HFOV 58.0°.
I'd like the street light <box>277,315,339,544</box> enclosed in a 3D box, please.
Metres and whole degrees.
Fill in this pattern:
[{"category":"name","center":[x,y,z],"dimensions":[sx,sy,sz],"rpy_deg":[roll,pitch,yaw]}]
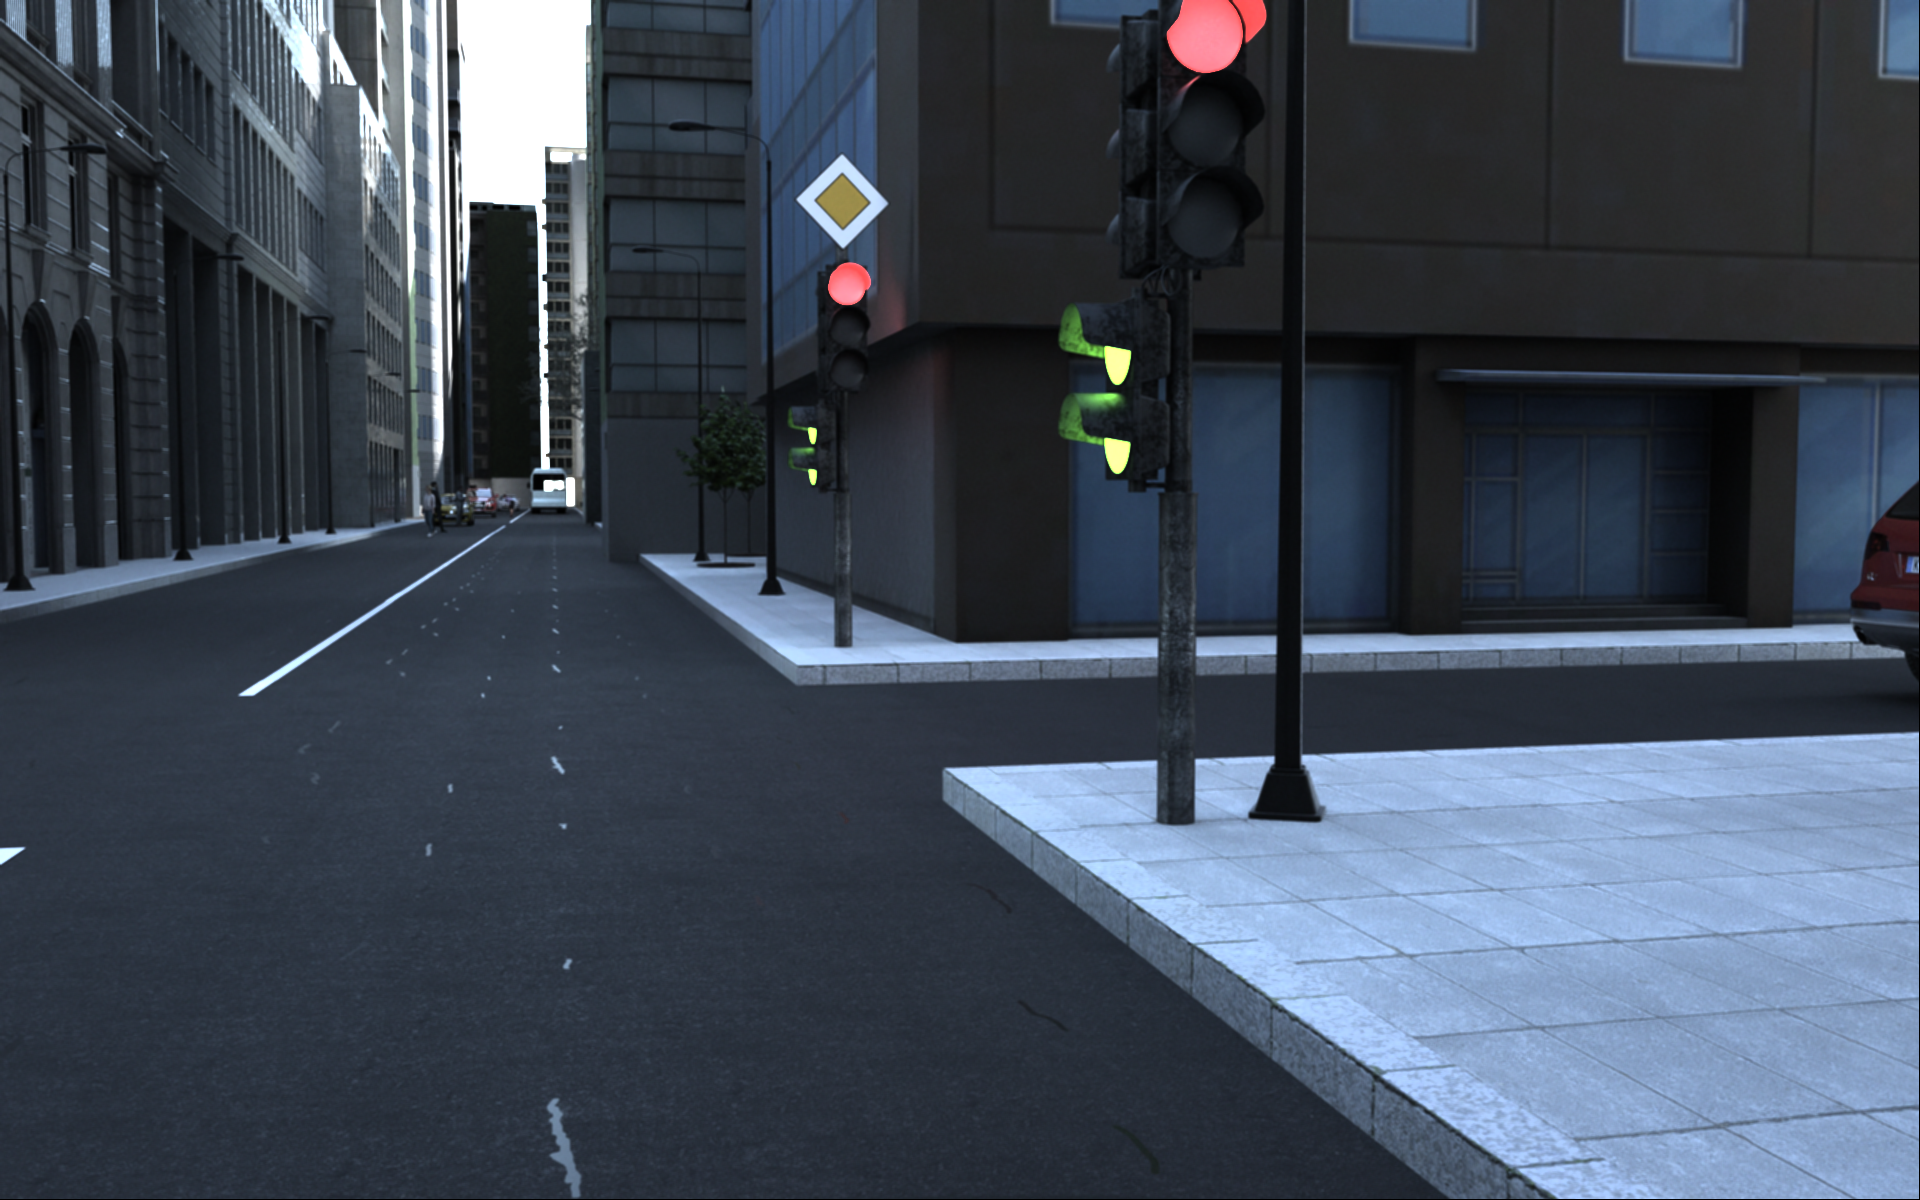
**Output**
[{"category":"street light","center":[-17.033,-4.429,44.961],"dimensions":[1.470,5.913,1.316],"rpy_deg":[-1,4,-13]}]

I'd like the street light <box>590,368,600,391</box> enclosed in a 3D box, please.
[{"category":"street light","center":[-12.820,-5.610,64.269],"dimensions":[1.470,5.913,1.316],"rpy_deg":[-1,4,-13]}]

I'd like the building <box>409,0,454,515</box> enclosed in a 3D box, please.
[{"category":"building","center":[-44.444,-34.768,110.449],"dimensions":[21.231,58.520,28.212],"rpy_deg":[-1,4,-13]}]

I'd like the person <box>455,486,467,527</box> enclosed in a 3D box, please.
[{"category":"person","center":[-22.066,-4.155,76.621],"dimensions":[0.466,1.800,0.511],"rpy_deg":[0,4,-1]}]

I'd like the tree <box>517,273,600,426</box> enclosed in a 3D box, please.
[{"category":"tree","center":[-18.740,-11.210,93.652],"dimensions":[12.009,13.543,11.850],"rpy_deg":[0,3,0]}]

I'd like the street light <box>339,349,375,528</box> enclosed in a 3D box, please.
[{"category":"street light","center":[-19.633,-5.071,55.446],"dimensions":[1.470,5.913,1.316],"rpy_deg":[-1,4,-13]}]

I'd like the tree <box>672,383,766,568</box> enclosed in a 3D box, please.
[{"category":"tree","center":[-4.263,-2.196,30.501],"dimensions":[1.663,3.219,1.824],"rpy_deg":[0,3,0]}]

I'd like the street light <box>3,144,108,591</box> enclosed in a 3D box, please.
[{"category":"street light","center":[-12.004,-3.087,23.015],"dimensions":[1.470,5.913,1.316],"rpy_deg":[-1,4,-13]}]

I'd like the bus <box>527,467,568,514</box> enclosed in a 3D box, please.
[{"category":"bus","center":[-31.086,-8.299,130.545],"dimensions":[2.948,3.499,13.247],"rpy_deg":[-1,4,-14]}]

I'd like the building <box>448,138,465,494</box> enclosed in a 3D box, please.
[{"category":"building","center":[-46.000,-22.109,133.183],"dimensions":[14.160,30.474,14.107],"rpy_deg":[-1,4,-13]}]

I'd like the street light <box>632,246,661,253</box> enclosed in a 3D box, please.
[{"category":"street light","center":[-5.446,-3.680,32.712],"dimensions":[1.470,5.913,1.316],"rpy_deg":[-1,4,-13]}]

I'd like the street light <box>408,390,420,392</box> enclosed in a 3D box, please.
[{"category":"street light","center":[-24.669,-6.389,76.996],"dimensions":[1.470,5.913,1.316],"rpy_deg":[-1,4,-13]}]

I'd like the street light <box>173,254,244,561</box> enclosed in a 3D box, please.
[{"category":"street light","center":[-14.531,-3.729,33.518],"dimensions":[1.470,5.913,1.316],"rpy_deg":[-1,4,-13]}]

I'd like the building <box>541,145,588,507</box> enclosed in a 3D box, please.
[{"category":"building","center":[-32.600,-30.237,186.249],"dimensions":[23.993,40.220,32.217],"rpy_deg":[-1,4,-13]}]

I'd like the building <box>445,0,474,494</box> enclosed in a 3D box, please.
[{"category":"building","center":[-50.091,-30.563,149.819],"dimensions":[14.200,45.320,14.600],"rpy_deg":[-1,4,-13]}]

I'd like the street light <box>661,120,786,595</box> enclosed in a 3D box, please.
[{"category":"street light","center":[-2.931,-3.013,21.808],"dimensions":[1.470,5.913,1.316],"rpy_deg":[-1,4,-13]}]

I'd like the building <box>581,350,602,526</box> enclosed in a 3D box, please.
[{"category":"building","center":[-4.809,-46.506,73.037],"dimensions":[22.319,86.520,31.000],"rpy_deg":[-1,4,-13]}]

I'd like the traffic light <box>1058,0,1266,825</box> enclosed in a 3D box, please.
[{"category":"traffic light","center":[0.825,-1.085,6.660],"dimensions":[0.839,4.253,0.868],"rpy_deg":[-1,4,-13]}]

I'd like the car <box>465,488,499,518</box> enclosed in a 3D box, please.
[{"category":"car","center":[-29.388,-5.948,105.929],"dimensions":[2.281,1.827,5.304],"rpy_deg":[-1,4,-14]}]

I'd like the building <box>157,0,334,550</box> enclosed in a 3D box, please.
[{"category":"building","center":[-25.346,-16.569,48.401],"dimensions":[11.434,29.767,29.804],"rpy_deg":[-1,4,-13]}]

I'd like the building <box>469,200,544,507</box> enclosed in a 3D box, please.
[{"category":"building","center":[-49.002,-24.548,173.064],"dimensions":[14.107,30.474,14.160],"rpy_deg":[-1,4,-13]}]

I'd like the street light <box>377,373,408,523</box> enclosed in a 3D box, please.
[{"category":"street light","center":[-22.033,-5.727,66.185],"dimensions":[1.470,5.913,1.316],"rpy_deg":[-1,4,-13]}]

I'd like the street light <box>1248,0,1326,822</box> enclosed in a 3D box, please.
[{"category":"street light","center":[0.783,-2.085,6.639],"dimensions":[1.470,5.913,1.316],"rpy_deg":[-1,4,-13]}]

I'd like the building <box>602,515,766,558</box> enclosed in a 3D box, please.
[{"category":"building","center":[-2.176,-22.026,43.724],"dimensions":[14.154,41.232,14.086],"rpy_deg":[-1,4,-13]}]

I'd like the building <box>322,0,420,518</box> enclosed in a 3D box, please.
[{"category":"building","center":[-36.333,-24.866,90.160],"dimensions":[14.154,41.232,14.086],"rpy_deg":[-1,4,-13]}]

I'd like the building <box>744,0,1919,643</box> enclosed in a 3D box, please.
[{"category":"building","center":[4.998,-22.709,21.405],"dimensions":[14.200,45.320,14.600],"rpy_deg":[-1,4,-13]}]

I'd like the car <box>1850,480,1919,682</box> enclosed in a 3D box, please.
[{"category":"car","center":[8.817,-0.196,11.871],"dimensions":[5.304,1.827,2.281],"rpy_deg":[-1,4,-14]}]

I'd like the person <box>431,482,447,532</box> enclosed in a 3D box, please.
[{"category":"person","center":[-19.655,-3.498,65.058],"dimensions":[0.648,1.900,0.474],"rpy_deg":[2,4,25]}]

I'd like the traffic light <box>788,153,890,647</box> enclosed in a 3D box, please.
[{"category":"traffic light","center":[-0.999,-1.560,14.435],"dimensions":[0.839,4.253,0.868],"rpy_deg":[-1,4,-13]}]

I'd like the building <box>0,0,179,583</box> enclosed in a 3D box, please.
[{"category":"building","center":[-19.192,-11.034,22.202],"dimensions":[13.314,21.916,24.055],"rpy_deg":[-1,4,-13]}]

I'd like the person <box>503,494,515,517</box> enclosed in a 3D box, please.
[{"category":"person","center":[-27.696,-5.788,106.371],"dimensions":[0.697,1.427,0.421],"rpy_deg":[-1,4,-12]}]

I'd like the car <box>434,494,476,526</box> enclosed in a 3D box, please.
[{"category":"car","center":[-23.057,-4.199,78.870],"dimensions":[2.015,1.641,3.980],"rpy_deg":[-1,4,-13]}]

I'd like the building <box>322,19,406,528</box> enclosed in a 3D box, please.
[{"category":"building","center":[-29.259,-13.269,71.693],"dimensions":[10.420,20.320,16.860],"rpy_deg":[-1,4,-13]}]

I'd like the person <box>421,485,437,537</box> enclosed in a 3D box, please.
[{"category":"person","center":[-17.892,-3.014,58.452],"dimensions":[0.731,1.740,0.598],"rpy_deg":[2,4,24]}]

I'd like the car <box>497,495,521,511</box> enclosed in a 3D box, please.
[{"category":"car","center":[-38.715,-8.326,148.486],"dimensions":[2.083,1.381,4.827],"rpy_deg":[-1,4,-13]}]
